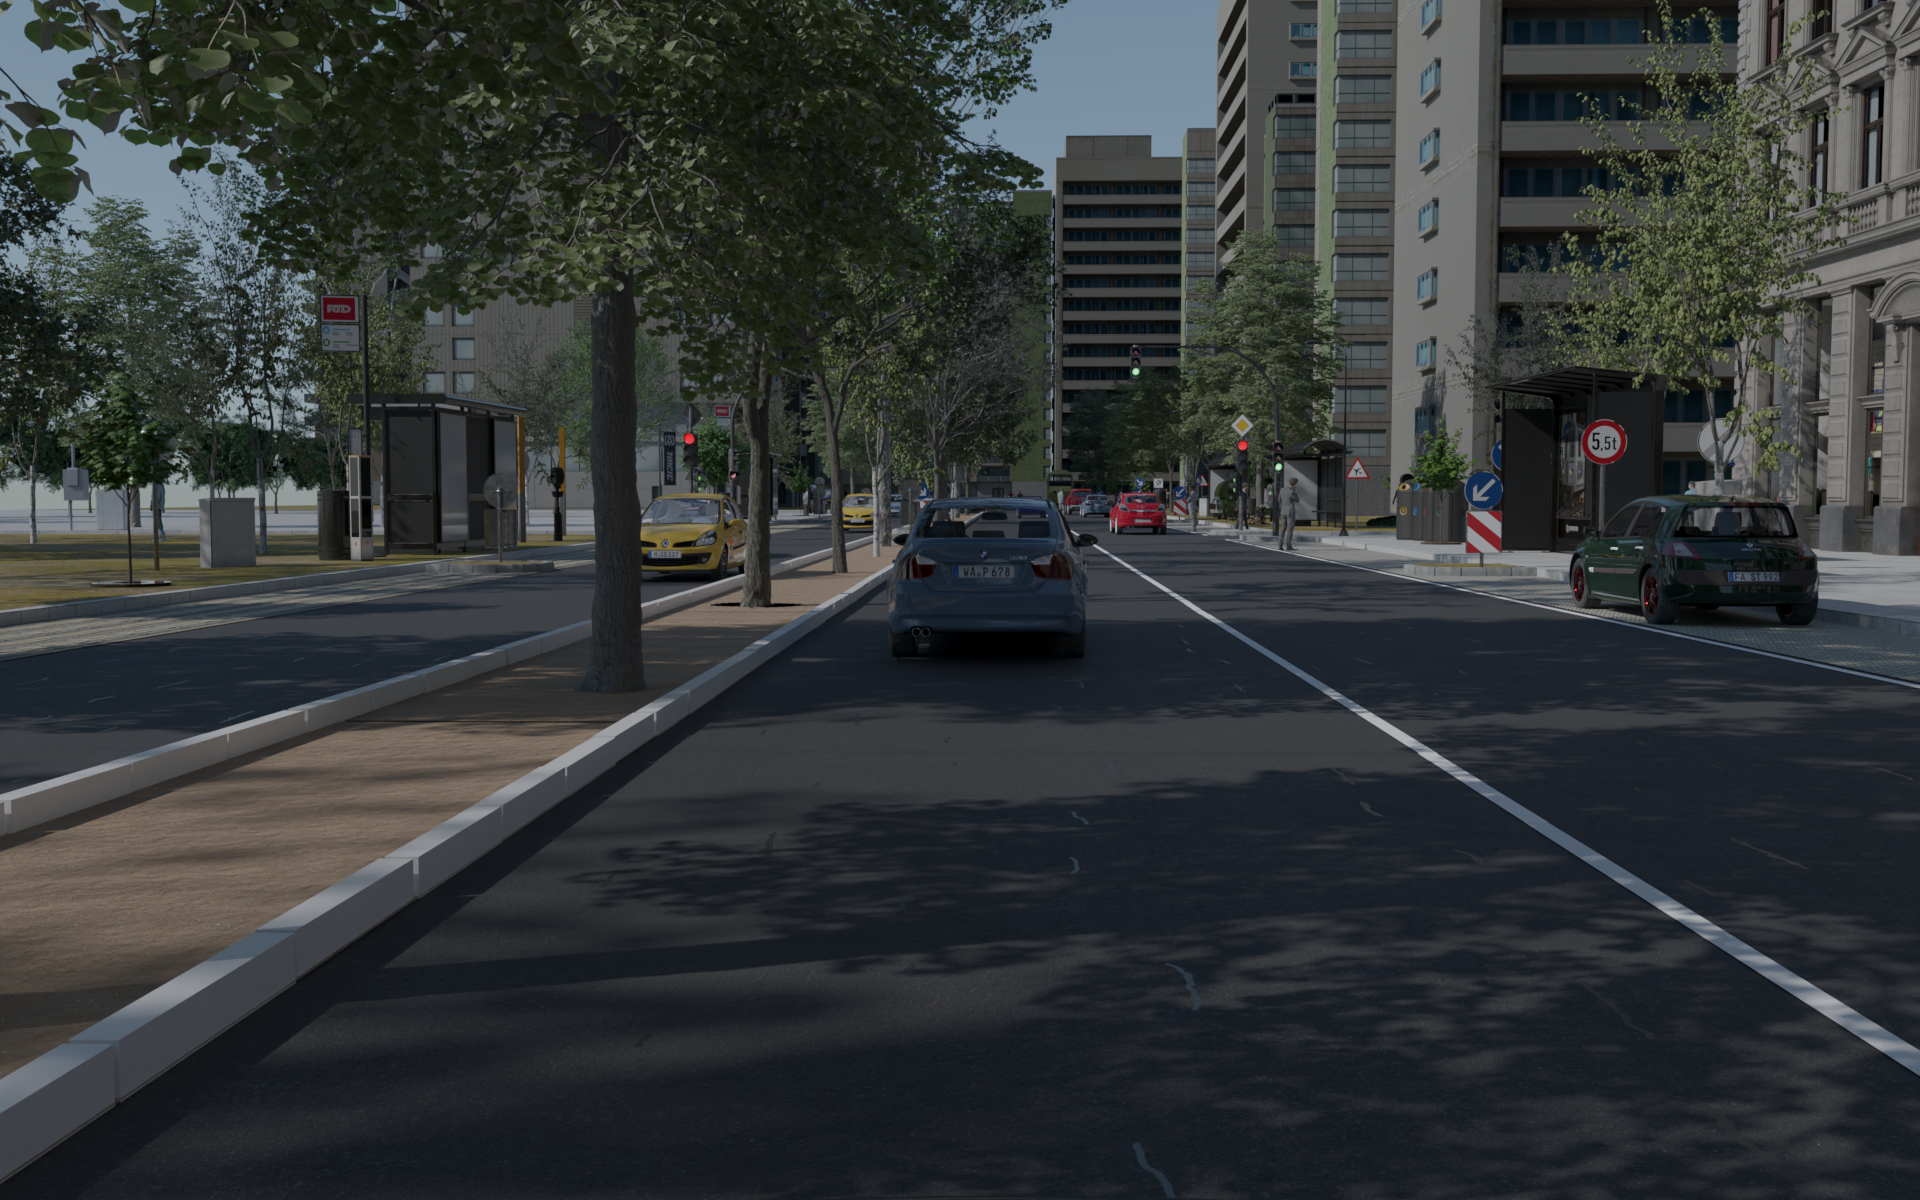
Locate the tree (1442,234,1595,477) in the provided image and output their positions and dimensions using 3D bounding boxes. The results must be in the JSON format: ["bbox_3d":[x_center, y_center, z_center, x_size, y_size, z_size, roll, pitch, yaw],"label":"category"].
[{"bbox_3d":[16.220,-6.072,49.637,4.360,8.622,3.978,0,3,0],"label":"tree"}]

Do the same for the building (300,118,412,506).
[{"bbox_3d":[-65.815,-33.574,199.049,14.200,45.320,14.600,0,4,2],"label":"building"}]

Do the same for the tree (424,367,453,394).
[{"bbox_3d":[-27.124,-8.886,95.640,4.360,8.622,3.978,0,3,0],"label":"tree"}]

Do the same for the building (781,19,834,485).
[{"bbox_3d":[-25.333,-46.216,193.881,20.611,71.187,20.563,0,4,2],"label":"building"}]

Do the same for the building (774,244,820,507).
[{"bbox_3d":[-21.705,-24.498,172.243,14.160,30.474,14.107,0,4,2],"label":"building"}]

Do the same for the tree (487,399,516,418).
[{"bbox_3d":[-34.700,-10.981,129.908,4.737,8.622,4.395,0,3,0],"label":"tree"}]

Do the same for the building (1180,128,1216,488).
[{"bbox_3d":[31.941,-31.357,196.273,14.154,41.232,14.086,0,4,2],"label":"building"}]

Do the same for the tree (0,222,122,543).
[{"bbox_3d":[-24.163,-5.796,45.130,4.737,8.622,4.395,0,3,0],"label":"tree"}]

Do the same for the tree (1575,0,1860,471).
[{"bbox_3d":[11.106,-4.593,25.452,4.737,8.622,4.395,0,3,0],"label":"tree"}]

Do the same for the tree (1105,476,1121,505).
[{"bbox_3d":[16.120,-11.327,179.797,1.663,3.219,1.824,0,3,0],"label":"tree"}]

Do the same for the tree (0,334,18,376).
[{"bbox_3d":[-12.575,-2.210,19.845,4.285,4.588,4.351,0,3,0],"label":"tree"}]

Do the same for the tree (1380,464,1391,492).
[{"bbox_3d":[24.272,-6.242,96.653,1.663,3.219,1.824,0,3,0],"label":"tree"}]

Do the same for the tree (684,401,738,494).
[{"bbox_3d":[-19.459,-11.274,134.693,4.737,8.622,4.395,0,3,0],"label":"tree"}]

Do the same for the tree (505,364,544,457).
[{"bbox_3d":[-25.384,-10.649,108.525,8.767,10.594,7.601,-2,4,-29],"label":"tree"}]

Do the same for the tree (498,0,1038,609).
[{"bbox_3d":[-2.470,-5.706,21.510,9.928,11.665,9.643,0,3,0],"label":"tree"}]

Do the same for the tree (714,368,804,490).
[{"bbox_3d":[-10.076,-8.629,91.443,4.360,8.622,3.978,0,3,0],"label":"tree"}]

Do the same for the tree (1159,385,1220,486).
[{"bbox_3d":[14.601,-9.738,109.571,4.737,8.622,4.395,0,3,0],"label":"tree"}]

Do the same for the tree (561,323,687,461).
[{"bbox_3d":[-23.526,-12.865,120.705,12.009,13.543,11.850,0,3,0],"label":"tree"}]

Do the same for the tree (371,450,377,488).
[{"bbox_3d":[-51.483,-10.251,130.512,20.602,7.101,11.467,1,4,15],"label":"tree"}]

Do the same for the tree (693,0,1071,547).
[{"bbox_3d":[-3.259,-11.561,47.371,12.611,20.169,13.585,0,3,0],"label":"tree"}]

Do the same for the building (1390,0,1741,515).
[{"bbox_3d":[31.521,-27.849,79.034,21.600,48.544,21.300,0,4,2],"label":"building"}]

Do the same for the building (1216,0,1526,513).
[{"bbox_3d":[33.578,-32.008,147.024,21.300,48.544,21.600,0,4,2],"label":"building"}]

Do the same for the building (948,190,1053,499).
[{"bbox_3d":[5.425,-33.740,235.249,14.086,41.232,14.154,0,4,2],"label":"building"}]

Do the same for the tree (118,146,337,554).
[{"bbox_3d":[-14.994,-5.290,36.860,4.360,8.622,3.978,0,3,0],"label":"tree"}]

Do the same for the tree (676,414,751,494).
[{"bbox_3d":[-10.121,-5.321,70.719,4.285,4.588,4.351,0,3,0],"label":"tree"}]

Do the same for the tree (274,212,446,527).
[{"bbox_3d":[-15.832,-5.814,45.427,4.737,8.622,4.395,0,3,0],"label":"tree"}]

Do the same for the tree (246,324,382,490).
[{"bbox_3d":[-34.667,-9.836,95.230,7.601,10.594,8.767,0,4,8],"label":"tree"}]

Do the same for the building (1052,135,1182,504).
[{"bbox_3d":[23.330,-37.499,236.816,21.600,48.544,21.300,0,4,2],"label":"building"}]

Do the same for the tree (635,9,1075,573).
[{"bbox_3d":[-2.132,-5.775,31.286,8.767,10.594,7.601,0,4,2],"label":"tree"}]

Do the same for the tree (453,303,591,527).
[{"bbox_3d":[-16.675,-7.163,67.470,4.360,8.622,3.978,0,3,0],"label":"tree"}]

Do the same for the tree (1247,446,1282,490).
[{"bbox_3d":[19.415,-7.770,110.746,4.285,4.588,4.351,0,3,0],"label":"tree"}]

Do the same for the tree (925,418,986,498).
[{"bbox_3d":[-0.415,-8.542,92.475,4.360,8.622,3.978,0,3,0],"label":"tree"}]

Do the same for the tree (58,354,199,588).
[{"bbox_3d":[-11.506,-1.797,23.990,1.663,3.219,1.824,0,3,0],"label":"tree"}]

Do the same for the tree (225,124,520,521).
[{"bbox_3d":[-26.174,-13.738,80.502,12.611,20.169,13.585,0,3,0],"label":"tree"}]

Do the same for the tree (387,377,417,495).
[{"bbox_3d":[-34.310,-9.758,109.909,4.360,8.622,3.978,0,3,0],"label":"tree"}]

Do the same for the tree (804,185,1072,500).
[{"bbox_3d":[-0.853,-9.353,65.753,12.009,13.543,11.850,0,3,0],"label":"tree"}]

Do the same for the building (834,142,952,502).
[{"bbox_3d":[-15.162,-39.920,241.931,27.495,52.752,28.713,0,4,2],"label":"building"}]

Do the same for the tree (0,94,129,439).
[{"bbox_3d":[-23.050,-7.268,35.841,9.611,12.733,9.660,0,3,0],"label":"tree"}]

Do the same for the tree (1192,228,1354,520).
[{"bbox_3d":[13.019,-9.564,74.499,7.486,12.596,7.792,0,3,0],"label":"tree"}]

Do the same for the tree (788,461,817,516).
[{"bbox_3d":[-9.406,-6.557,101.815,1.663,3.219,1.824,0,3,0],"label":"tree"}]

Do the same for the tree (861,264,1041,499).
[{"bbox_3d":[-0.797,-10.086,84.372,9.611,12.733,9.660,0,3,0],"label":"tree"}]

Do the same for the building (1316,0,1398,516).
[{"bbox_3d":[28.747,-25.823,105.793,14.154,41.232,14.086,0,4,2],"label":"building"}]

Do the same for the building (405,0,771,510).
[{"bbox_3d":[-30.389,-34.362,151.053,28.713,52.752,27.495,0,4,2],"label":"building"}]

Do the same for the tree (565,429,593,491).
[{"bbox_3d":[-27.762,-11.027,130.648,4.737,8.622,4.395,0,3,0],"label":"tree"}]

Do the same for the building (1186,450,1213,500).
[{"bbox_3d":[35.527,-52.575,172.272,22.319,86.520,31.000,0,4,2],"label":"building"}]

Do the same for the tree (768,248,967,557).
[{"bbox_3d":[-1.854,-5.257,38.767,4.737,8.622,4.395,0,3,0],"label":"tree"}]

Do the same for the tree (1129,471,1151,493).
[{"bbox_3d":[15.042,-9.096,143.325,1.663,3.219,1.824,0,3,0],"label":"tree"}]

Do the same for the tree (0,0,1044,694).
[{"bbox_3d":[-2.591,-5.629,12.625,7.486,12.596,7.792,0,3,0],"label":"tree"}]

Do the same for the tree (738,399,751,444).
[{"bbox_3d":[-13.397,-10.736,125.891,4.737,8.622,4.395,0,3,0],"label":"tree"}]

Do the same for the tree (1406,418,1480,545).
[{"bbox_3d":[12.293,-3.040,44.311,1.663,3.219,1.824,0,3,0],"label":"tree"}]

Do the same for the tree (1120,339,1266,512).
[{"bbox_3d":[13.771,-10.239,101.828,8.767,10.594,7.601,0,4,0],"label":"tree"}]

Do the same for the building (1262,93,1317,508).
[{"bbox_3d":[29.218,-21.803,128.173,14.160,30.474,14.107,0,4,2],"label":"building"}]

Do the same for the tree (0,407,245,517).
[{"bbox_3d":[-51.807,-9.286,114.728,20.602,7.101,11.467,0,4,-3],"label":"tree"}]

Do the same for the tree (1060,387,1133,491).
[{"bbox_3d":[16.492,-18.188,204.024,9.857,13.997,8.962,0,3,0],"label":"tree"}]

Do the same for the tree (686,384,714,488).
[{"bbox_3d":[-15.641,-9.765,110.016,4.360,8.622,3.978,0,3,0],"label":"tree"}]
